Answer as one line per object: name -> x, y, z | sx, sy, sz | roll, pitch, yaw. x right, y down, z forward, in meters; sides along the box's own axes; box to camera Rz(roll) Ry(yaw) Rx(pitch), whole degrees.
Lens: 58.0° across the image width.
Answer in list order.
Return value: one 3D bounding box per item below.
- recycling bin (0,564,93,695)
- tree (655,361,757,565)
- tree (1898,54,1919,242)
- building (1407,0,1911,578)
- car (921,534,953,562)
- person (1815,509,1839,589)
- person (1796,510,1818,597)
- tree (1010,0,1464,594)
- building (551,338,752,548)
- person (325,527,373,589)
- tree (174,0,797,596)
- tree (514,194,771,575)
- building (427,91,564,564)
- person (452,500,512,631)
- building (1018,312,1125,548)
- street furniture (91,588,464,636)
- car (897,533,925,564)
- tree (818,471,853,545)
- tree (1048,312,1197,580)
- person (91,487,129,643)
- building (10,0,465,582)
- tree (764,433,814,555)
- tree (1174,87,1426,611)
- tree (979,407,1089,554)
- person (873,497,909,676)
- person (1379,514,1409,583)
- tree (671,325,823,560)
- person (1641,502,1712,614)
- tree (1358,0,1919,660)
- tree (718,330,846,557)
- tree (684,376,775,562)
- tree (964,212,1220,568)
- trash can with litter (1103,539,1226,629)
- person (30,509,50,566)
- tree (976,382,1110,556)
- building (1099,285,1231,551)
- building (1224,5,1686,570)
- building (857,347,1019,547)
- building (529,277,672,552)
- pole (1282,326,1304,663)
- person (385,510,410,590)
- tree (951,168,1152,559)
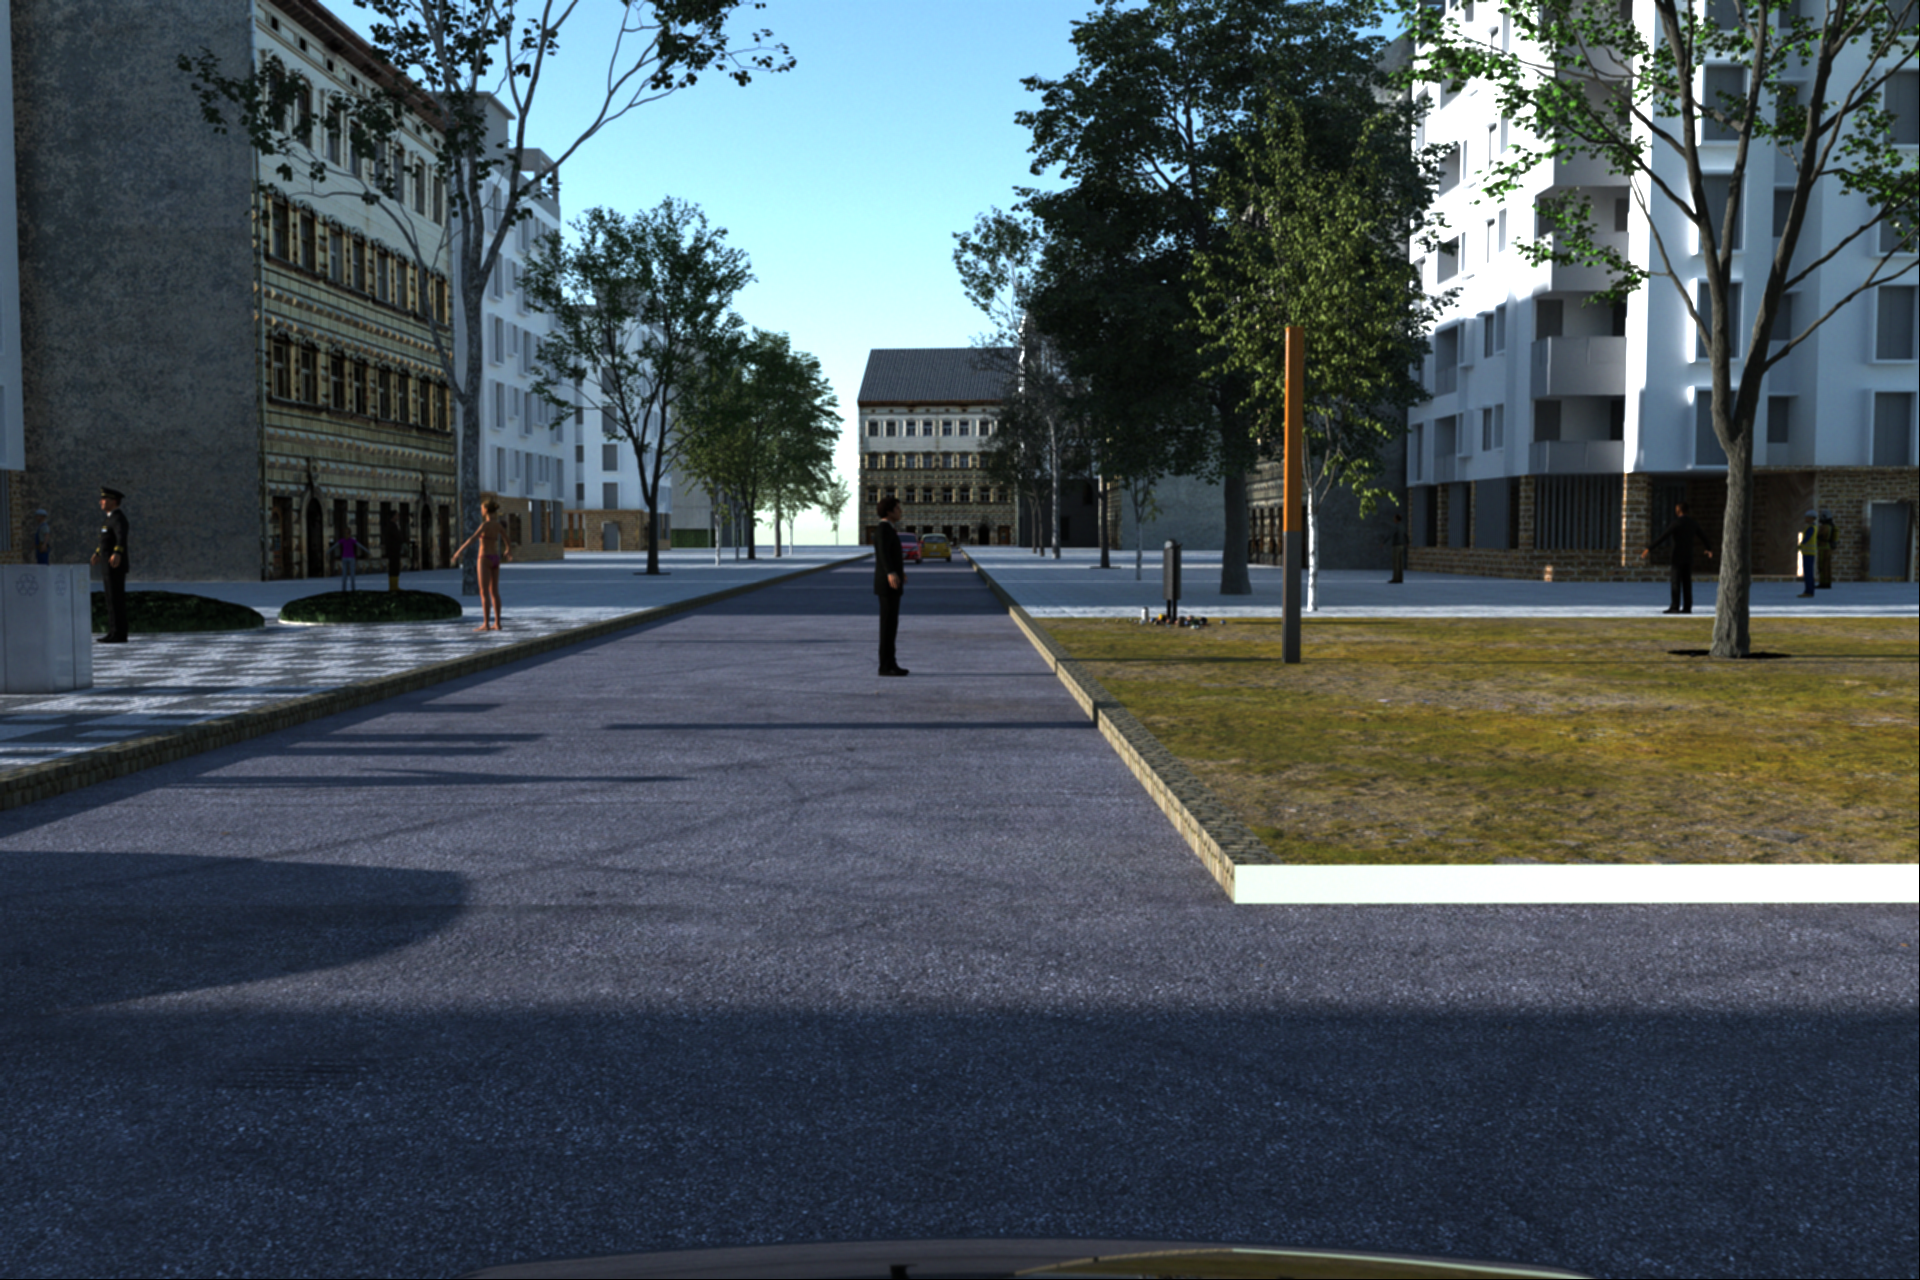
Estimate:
recycling bin -> -7.610, -0.098, 14.149 | 0.722, 1.027, 0.722 | 0, 4, -1
tree -> -10.189, -7.406, 71.444 | 4.737, 8.622, 4.395 | 0, 3, 0
tree -> 17.776, -6.061, 24.854 | 9.928, 11.665, 9.643 | 0, 3, 0
building -> 20.754, -12.369, 58.652 | 16.016, 20.090, 11.380 | 0, 3, 0
car -> -1.333, -4.895, 90.249 | 2.015, 1.641, 3.980 | 0, 4, -2
person -> 20.324, -2.139, 40.735 | 1.354, 1.858, 0.705 | -3, 4, -39
person -> 17.178, -1.759, 35.221 | 0.721, 1.772, 1.216 | 2, 4, 35
tree -> 5.801, -7.952, 36.678 | 9.857, 13.997, 8.962 | 0, 3, 0
building -> -31.047, -18.694, 172.104 | 16.747, 18.905, 31.486 | 0, 4, 1
person -> -13.021, -1.691, 36.910 | 0.991, 1.433, 0.599 | -1, 4, -9
tree -> -9.893, -11.080, 37.053 | 12.611, 20.169, 13.585 | 0, 3, 0
tree -> -9.790, -7.864, 54.334 | 9.928, 11.665, 9.643 | 0, 3, 0
building -> -25.061, -13.397, 75.460 | 16.016, 20.090, 11.380 | 0, 4, -1
person -> -6.311, -0.990, 22.985 | 0.721, 1.733, 1.217 | 1, 4, 21
building -> 19.790, -20.309, 176.021 | 27.936, 21.610, 32.646 | 0, 4, 0
street furniture -> -12.573, -0.552, 24.649 | 10.072, 0.657, 5.734 | 0, 4, 4
car -> -2.790, -4.591, 84.100 | 2.155, 1.783, 4.494 | 0, 4, 0
tree -> -14.592, -15.375, 201.747 | 4.737, 8.622, 4.395 | 0, 3, 0
tree -> 5.173, -5.966, 47.913 | 4.360, 8.622, 3.978 | 0, 3, 0
person -> -10.026, -0.889, 20.464 | 0.705, 1.837, 1.347 | -2, 4, -35
building -> -27.948, -13.701, 54.948 | 19.493, 23.208, 18.063 | 0, 3, 0
tree -> -10.516, -9.656, 108.245 | 4.360, 8.622, 3.978 | 0, 3, 0
tree -> 5.772, -4.779, 28.494 | 4.737, 8.622, 4.395 | 0, 3, 0
tree -> 5.040, -10.916, 112.886 | 8.767, 10.594, 7.601 | 2, 4, 26
person -> -0.689, -0.547, 17.582 | 0.705, 1.806, 1.347 | 0, 4, 2
person -> 11.421, -2.387, 45.300 | 1.348, 1.796, 0.705 | -3, 5, -44
tree -> -10.701, -9.890, 87.457 | 9.928, 11.665, 9.643 | 0, 3, 0
person -> 11.611, -1.327, 27.918 | 1.346, 1.802, 0.704 | -1, 4, -18
tree -> 8.028, -5.622, 17.683 | 9.928, 11.665, 9.643 | 0, 3, 0
tree -> -10.134, -10.947, 97.109 | 7.486, 12.596, 7.792 | 0, 3, 0
tree -> -10.423, -7.931, 80.028 | 4.737, 8.622, 4.395 | 0, 3, 0
tree -> 5.335, -9.437, 64.667 | 12.009, 13.543, 11.850 | 0, 3, 0
trash can with litter -> 2.954, -0.821, 24.486 | 1.678, 1.210, 2.233 | 0, 4, -2
person -> -20.698, -2.028, 39.009 | 0.705, 1.847, 1.347 | -3, 4, -38
tree -> 4.878, -10.188, 100.982 | 8.767, 10.594, 7.601 | 1, 4, 10
building -> 21.653, -19.097, 143.163 | 19.493, 23.208, 18.063 | 0, 4, 0
building -> 21.749, -14.650, 70.458 | 19.493, 23.208, 18.063 | 0, 3, 0
building -> -1.461, -22.624, 203.293 | 18.063, 23.208, 19.493 | 0, 4, 7
building -> -28.532, -16.669, 128.953 | 16.016, 20.090, 11.380 | 0, 4, -1
pole -> 3.295, -1.425, 17.141 | 0.158, 3.312, 0.155 | 0, 3, 0
person -> -12.442, -1.960, 38.176 | 0.704, 1.812, 1.346 | -2, 4, -34
tree -> 6.207, -14.263, 89.082 | 12.611, 20.169, 13.585 | 0, 3, 0
